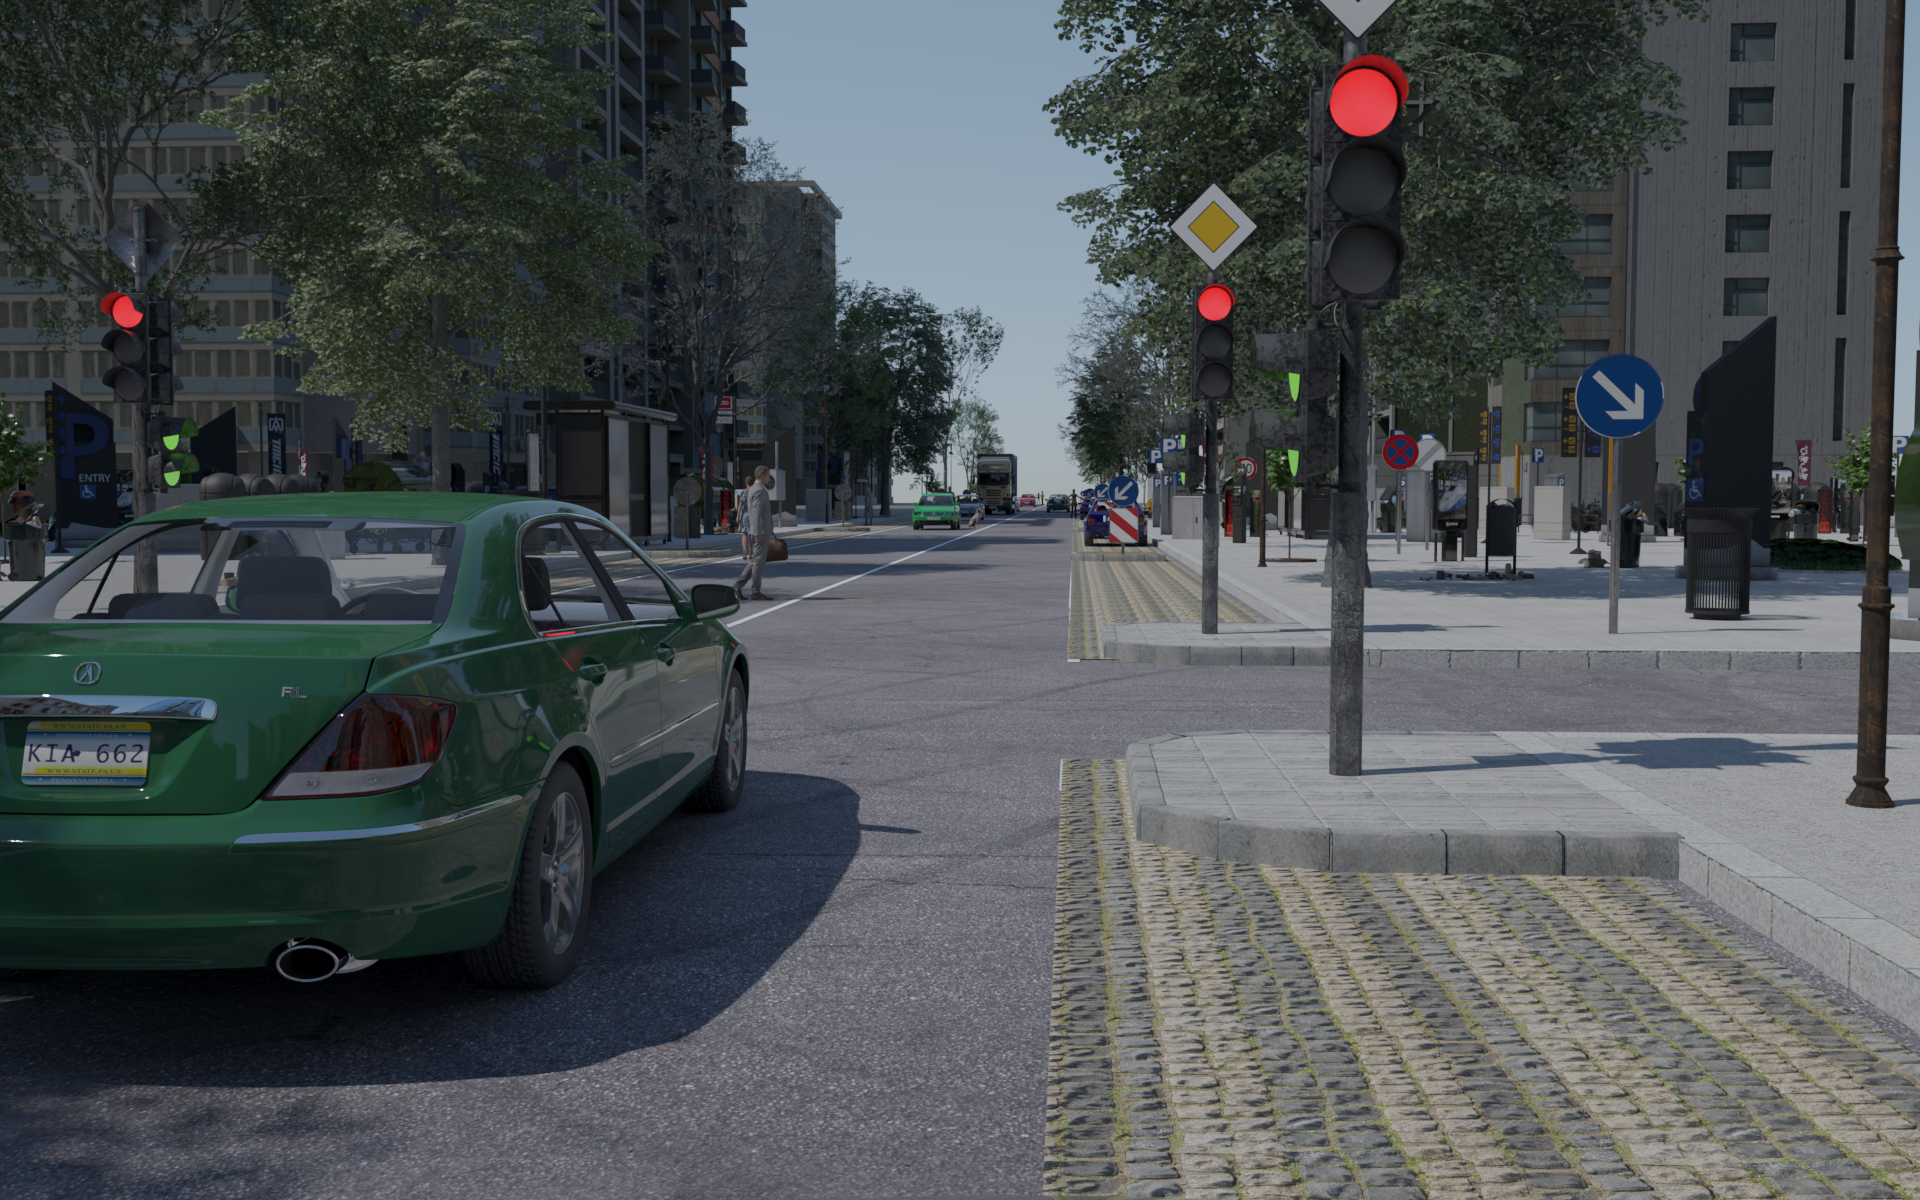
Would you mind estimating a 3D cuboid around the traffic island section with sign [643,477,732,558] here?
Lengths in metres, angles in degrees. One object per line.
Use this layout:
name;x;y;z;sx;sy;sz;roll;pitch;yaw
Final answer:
traffic island section with sign;-6.257;-1.878;39.339;1.989;1.847;2.006;0;4;4

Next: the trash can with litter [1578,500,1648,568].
trash can with litter;11.354;-1.145;30.113;1.055;1.170;0.624;0;4;5

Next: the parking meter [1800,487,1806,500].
parking meter;29.685;-3.224;61.127;0.372;1.533;0.369;0;3;0

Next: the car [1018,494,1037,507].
car;7.610;-11.322;194.158;2.155;1.783;4.494;0;4;5

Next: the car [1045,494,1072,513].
car;7.639;-7.501;134.446;2.131;1.459;4.920;0;4;3

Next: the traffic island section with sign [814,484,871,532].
traffic island section with sign;-4.467;-3.529;66.324;1.989;1.847;2.006;0;4;4

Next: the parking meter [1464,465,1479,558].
parking meter;10.372;-1.799;35.122;0.255;1.863;0.399;1;4;17

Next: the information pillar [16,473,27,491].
information pillar;-32.078;-3.348;59.239;0.304;2.012;0.304;-3;4;-36

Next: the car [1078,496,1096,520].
car;7.553;-5.156;96.882;1.945;1.354;3.894;0;4;4

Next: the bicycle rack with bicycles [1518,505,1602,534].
bicycle rack with bicycles;19.710;-2.671;57.058;2.852;0.926;2.925;-1;4;-18

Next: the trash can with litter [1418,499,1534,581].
trash can with litter;7.804;-0.928;26.236;2.233;1.210;1.678;-1;4;-19

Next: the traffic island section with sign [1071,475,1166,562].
traffic island section with sign;3.407;-1.764;37.464;1.989;1.847;2.006;0;4;4

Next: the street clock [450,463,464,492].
street clock;-11.664;-2.163;39.930;0.471;2.002;0.358;2;4;34

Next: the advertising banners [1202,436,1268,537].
advertising banners;8.166;-3.394;51.687;2.074;3.025;0.090;1;4;22

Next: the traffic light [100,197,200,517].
traffic light;-7.715;-1.683;16.434;0.839;4.253;0.868;0;4;4

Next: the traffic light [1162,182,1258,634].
traffic light;2.275;-1.643;15.792;0.839;4.253;0.868;0;4;4

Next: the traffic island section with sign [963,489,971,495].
traffic island section with sign;0.597;-8.204;142.761;1.989;1.847;2.006;0;4;4

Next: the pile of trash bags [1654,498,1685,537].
pile of trash bags;22.169;-2.598;52.236;3.447;1.369;1.912;2;4;28

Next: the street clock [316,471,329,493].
street clock;-19.953;-3.039;54.265;0.358;2.002;0.471;-3;5;-40

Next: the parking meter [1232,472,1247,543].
parking meter;7.276;-2.407;45.073;0.255;1.863;0.399;2;4;32

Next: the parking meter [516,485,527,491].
parking meter;-12.756;-2.574;50.504;0.372;1.533;0.369;0;3;0

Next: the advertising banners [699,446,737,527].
advertising banners;-8.456;-4.078;62.865;2.074;3.025;0.090;0;4;7

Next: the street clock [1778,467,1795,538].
street clock;21.987;-2.549;46.244;0.471;2.002;0.358;1;4;12

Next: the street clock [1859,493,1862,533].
street clock;29.689;-3.228;57.342;0.358;2.002;0.471;-2;4;-24

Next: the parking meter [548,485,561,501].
parking meter;-11.046;-2.372;47.195;0.372;1.533;0.369;0;3;0

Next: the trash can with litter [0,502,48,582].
trash can with litter;-13.999;-0.861;25.460;1.055;1.170;0.624;-1;4;-13

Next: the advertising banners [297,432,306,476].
advertising banners;-19.135;-3.293;50.021;0.090;3.025;2.074;-2;4;-25

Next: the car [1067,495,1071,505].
car;13.108;-12.690;219.845;2.083;1.381;4.827;0;4;5

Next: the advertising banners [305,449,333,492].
advertising banners;-25.004;-4.362;67.508;2.074;3.025;0.090;1;4;22

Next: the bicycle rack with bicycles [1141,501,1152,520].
bicycle rack with bicycles;9.970;-4.320;84.014;2.925;0.926;2.852;-1;4;-22

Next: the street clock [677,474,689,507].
street clock;-9.923;-3.527;62.233;0.471;2.002;0.358;-1;4;-10

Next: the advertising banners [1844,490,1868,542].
advertising banners;24.698;-3.112;47.070;2.074;3.025;0.090;-3;4;-36

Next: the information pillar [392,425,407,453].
information pillar;-18.108;-3.959;56.085;0.504;3.616;0.183;-1;4;-14

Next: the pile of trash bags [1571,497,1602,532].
pile of trash bags;21.332;-3.121;60.788;1.912;1.369;3.447;0;4;-1

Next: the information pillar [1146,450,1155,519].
information pillar;10.004;-6.057;90.394;0.504;3.616;0.183;1;4;10

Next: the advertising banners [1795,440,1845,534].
advertising banners;27.951;-3.652;55.893;2.074;3.025;0.090;0;4;1

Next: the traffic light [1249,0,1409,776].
traffic light;1.748;-1.156;7.824;0.839;4.253;0.868;0;4;4

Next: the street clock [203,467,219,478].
street clock;-20.135;-2.573;46.642;0.358;2.002;0.471;0;4;2

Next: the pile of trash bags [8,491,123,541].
pile of trash bags;-23.984;-2.267;46.811;1.912;1.369;3.447;2;4;28

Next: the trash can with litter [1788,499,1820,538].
trash can with litter;18.509;-1.629;38.016;0.624;1.170;1.055;2;4;24

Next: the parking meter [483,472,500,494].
parking meter;-12.311;-2.434;45.503;0.399;1.863;0.255;2;4;31

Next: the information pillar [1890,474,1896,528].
information pillar;34.895;-3.690;64.818;0.304;2.012;0.304;3;5;44

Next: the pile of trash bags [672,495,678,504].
pile of trash bags;-13.318;-4.132;77.306;1.912;1.369;3.447;0;4;1

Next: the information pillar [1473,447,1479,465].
information pillar;25.500;-5.765;85.609;0.183;3.616;0.504;0;4;-7

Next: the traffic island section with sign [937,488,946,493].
traffic island section with sign;-1.200;-6.556;115.819;1.989;1.847;2.006;0;4;4

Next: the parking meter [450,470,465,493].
parking meter;-12.041;-2.182;41.387;0.399;1.863;0.255;1;4;20
